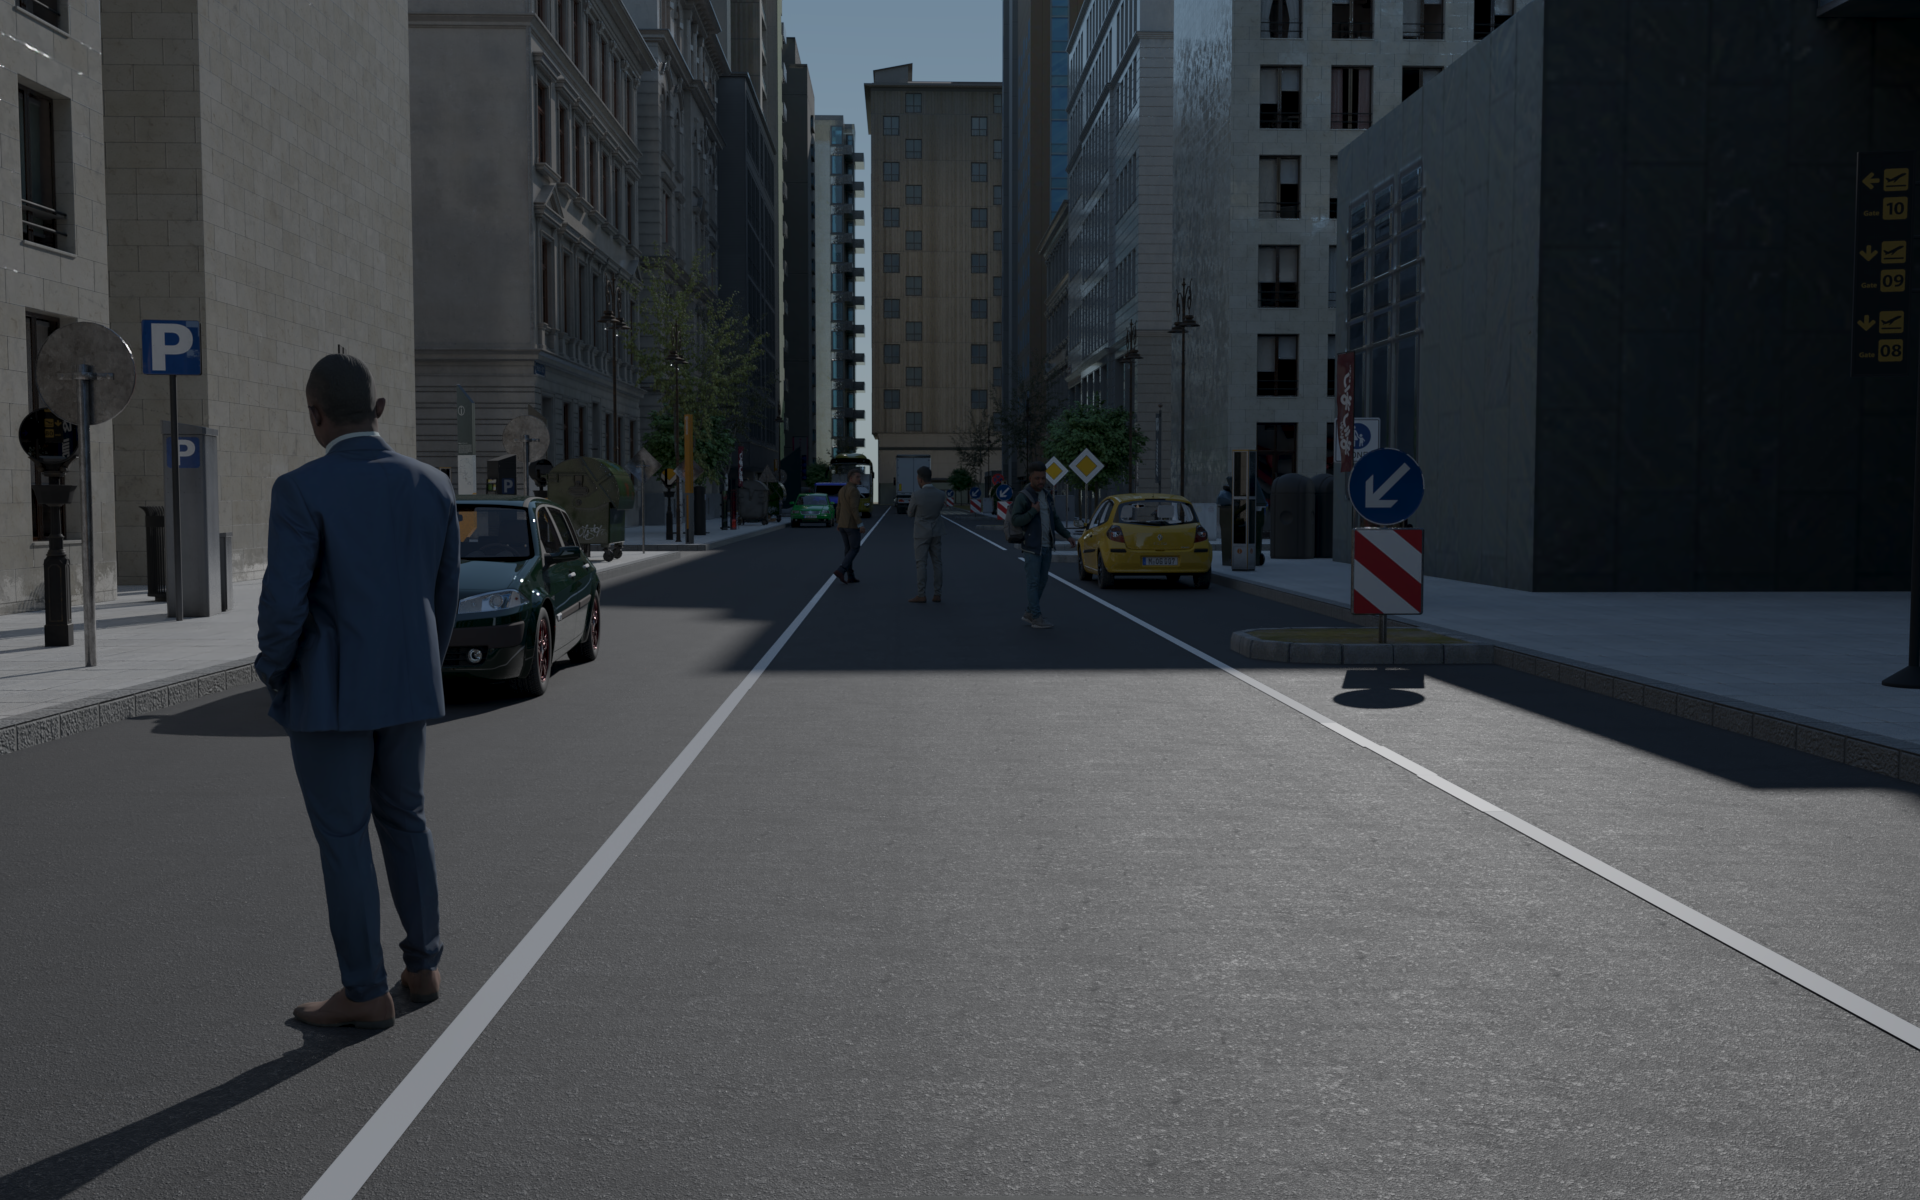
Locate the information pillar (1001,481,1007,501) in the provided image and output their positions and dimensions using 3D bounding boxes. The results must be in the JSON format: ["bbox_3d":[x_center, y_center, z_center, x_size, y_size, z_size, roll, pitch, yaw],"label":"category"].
[{"bbox_3d":[2.429,-5.560,95.401,0.304,2.012,0.304,0,4,3],"label":"information pillar"}]

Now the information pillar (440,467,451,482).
[{"bbox_3d":[-14.158,-2.643,47.709,0.304,2.012,0.304,-1,4,-15],"label":"information pillar"}]

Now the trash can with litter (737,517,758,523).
[{"bbox_3d":[-9.487,-4.020,77.119,1.055,1.170,0.624,1,4,9],"label":"trash can with litter"}]

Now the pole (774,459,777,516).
[{"bbox_3d":[-10.837,-6.606,101.846,0.158,3.312,0.155,0,3,0],"label":"pole"}]

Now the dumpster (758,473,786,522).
[{"bbox_3d":[-8.732,-4.678,78.972,1.502,2.255,1.985,0,4,-2],"label":"dumpster"}]

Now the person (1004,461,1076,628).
[{"bbox_3d":[0.823,-0.596,18.592,0.721,1.781,0.623,2,4,34],"label":"person"}]

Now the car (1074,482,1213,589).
[{"bbox_3d":[2.880,-1.065,27.637,2.015,1.641,3.980,0,4,-3],"label":"car"}]

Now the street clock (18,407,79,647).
[{"bbox_3d":[-7.611,-0.612,14.576,0.471,2.002,0.358,-1,4,-15],"label":"street clock"}]

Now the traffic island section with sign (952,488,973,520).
[{"bbox_3d":[0.730,-5.412,97.115,1.989,1.847,2.006,0,4,-2],"label":"traffic island section with sign"}]

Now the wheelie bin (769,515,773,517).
[{"bbox_3d":[-10.982,-5.536,98.419,0.980,1.594,0.693,1,4,9],"label":"wheelie bin"}]

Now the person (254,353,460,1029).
[{"bbox_3d":[-1.605,0.243,4.702,0.419,1.800,0.721,2,4,27],"label":"person"}]

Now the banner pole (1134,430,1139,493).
[{"bbox_3d":[6.900,-4.746,67.612,0.401,3.779,0.863,1,4,19],"label":"banner pole"}]

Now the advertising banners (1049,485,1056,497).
[{"bbox_3d":[3.661,-4.519,70.066,0.090,3.025,2.074,1,4,17],"label":"advertising banners"}]

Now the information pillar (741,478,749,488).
[{"bbox_3d":[-9.892,-4.593,79.581,0.304,2.012,0.304,-1,4,-20],"label":"information pillar"}]

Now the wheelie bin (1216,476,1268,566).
[{"bbox_3d":[5.006,-1.410,30.963,0.980,1.594,0.693,-2,4,-25],"label":"wheelie bin"}]

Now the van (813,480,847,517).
[{"bbox_3d":[-6.652,-5.237,90.015,2.240,2.365,5.245,0,4,-1],"label":"van"}]

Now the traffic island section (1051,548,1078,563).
[{"bbox_3d":[2.757,-0.938,37.610,2.009,0.180,2.903,0,4,-2],"label":"traffic island section"}]

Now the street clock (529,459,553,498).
[{"bbox_3d":[-8.600,-1.898,35.598,0.358,2.002,0.471,3,5,41],"label":"street clock"}]

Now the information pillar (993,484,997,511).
[{"bbox_3d":[2.493,-7.100,120.573,0.304,2.012,0.304,2,4,29],"label":"information pillar"}]

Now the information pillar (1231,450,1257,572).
[{"bbox_3d":[4.720,-1.485,28.778,0.304,2.012,0.304,3,4,36],"label":"information pillar"}]

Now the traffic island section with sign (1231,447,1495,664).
[{"bbox_3d":[3.508,-0.424,15.558,1.989,1.847,2.006,0,4,-2],"label":"traffic island section with sign"}]

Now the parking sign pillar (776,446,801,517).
[{"bbox_3d":[-9.563,-6.627,96.818,1.447,3.967,1.447,-2,4,-34],"label":"parking sign pillar"}]

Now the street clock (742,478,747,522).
[{"bbox_3d":[-9.771,-4.535,78.723,0.358,2.002,0.471,-1,4,-9],"label":"street clock"}]

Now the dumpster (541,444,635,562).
[{"bbox_3d":[-7.161,-1.888,33.369,1.502,2.255,1.985,0,4,-2],"label":"dumpster"}]

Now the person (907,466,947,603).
[{"bbox_3d":[-0.464,-0.877,23.016,0.511,1.800,0.466,-3,5,-42],"label":"person"}]

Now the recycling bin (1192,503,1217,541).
[{"bbox_3d":[6.647,-2.162,47.906,0.722,1.027,0.722,-1,4,-12],"label":"recycling bin"}]

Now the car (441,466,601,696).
[{"bbox_3d":[-3.882,-0.225,13.467,2.009,1.686,4.222,0,4,-4],"label":"car"}]

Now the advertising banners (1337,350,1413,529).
[{"bbox_3d":[4.899,-1.494,20.620,0.090,3.025,2.074,-1,4,-11],"label":"advertising banners"}]

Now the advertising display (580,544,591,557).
[{"bbox_3d":[-7.714,-1.850,35.458,0.123,1.923,0.974,-2,4,-26],"label":"advertising display"}]

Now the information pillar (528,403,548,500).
[{"bbox_3d":[-10.916,-3.268,44.794,0.504,3.616,0.183,0,4,-7],"label":"information pillar"}]

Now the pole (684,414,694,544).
[{"bbox_3d":[-6.955,-3.096,44.462,0.158,3.312,0.155,0,3,0],"label":"pole"}]

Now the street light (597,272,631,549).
[{"bbox_3d":[-7.233,-3.886,36.317,0.468,5.910,1.993,0,4,-2],"label":"street light"}]

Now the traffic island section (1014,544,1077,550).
[{"bbox_3d":[2.485,-1.426,45.591,2.009,0.180,2.903,0,4,-2],"label":"traffic island section"}]

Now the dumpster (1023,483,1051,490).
[{"bbox_3d":[3.534,-4.498,79.300,1.264,1.857,1.865,0,4,-2],"label":"dumpster"}]

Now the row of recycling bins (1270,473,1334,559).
[{"bbox_3d":[7.688,-1.719,35.216,3.534,1.692,1.069,-3,5,-39],"label":"row of recycling bins"}]

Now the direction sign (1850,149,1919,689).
[{"bbox_3d":[6.364,-1.190,11.453,0.876,3.537,0.379,1,4,16],"label":"direction sign"}]

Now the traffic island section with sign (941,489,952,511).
[{"bbox_3d":[-0.976,-8.481,147.287,1.989,1.847,2.006,0,4,-2],"label":"traffic island section with sign"}]

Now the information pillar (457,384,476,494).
[{"bbox_3d":[-10.528,-2.789,36.949,0.504,3.616,0.183,2,4,34],"label":"information pillar"}]

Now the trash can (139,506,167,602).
[{"bbox_3d":[-9.447,-0.561,20.821,0.748,1.137,0.748,0,3,0],"label":"trash can"}]

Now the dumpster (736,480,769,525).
[{"bbox_3d":[-8.540,-4.009,71.313,1.264,1.857,1.865,0,4,-2],"label":"dumpster"}]

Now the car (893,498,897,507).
[{"bbox_3d":[-6.434,-11.080,193.164,2.014,1.417,4.499,0,4,-4],"label":"car"}]

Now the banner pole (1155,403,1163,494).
[{"bbox_3d":[5.436,-3.515,47.489,0.401,3.779,0.863,1,4,18],"label":"banner pole"}]

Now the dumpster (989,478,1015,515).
[{"bbox_3d":[2.560,-6.300,105.503,1.502,2.255,1.985,0,4,-2],"label":"dumpster"}]

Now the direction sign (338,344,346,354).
[{"bbox_3d":[-9.481,-2.121,26.684,0.379,3.537,0.876,-1,4,-13],"label":"direction sign"}]

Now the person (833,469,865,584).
[{"bbox_3d":[-1.754,-1.180,27.706,0.656,1.842,0.836,2,4,26],"label":"person"}]

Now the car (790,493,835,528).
[{"bbox_3d":[-6.420,-4.087,75.619,1.959,1.807,4.718,0,4,-2],"label":"car"}]

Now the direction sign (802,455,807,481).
[{"bbox_3d":[-9.222,-6.619,100.214,0.876,3.537,0.379,2,4,34],"label":"direction sign"}]

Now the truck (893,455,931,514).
[{"bbox_3d":[-3.512,-8.532,128.409,2.839,4.237,11.283,0,4,-2],"label":"truck"}]

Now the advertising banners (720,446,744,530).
[{"bbox_3d":[-8.158,-4.035,62.165,0.090,3.025,2.074,1,4,17],"label":"advertising banners"}]

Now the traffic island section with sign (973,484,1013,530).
[{"bbox_3d":[1.651,-3.764,70.175,1.989,1.847,2.006,0,4,-2],"label":"traffic island section with sign"}]

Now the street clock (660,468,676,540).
[{"bbox_3d":[-8.108,-2.674,48.296,0.471,2.002,0.358,-1,4,-14],"label":"street clock"}]

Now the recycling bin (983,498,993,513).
[{"bbox_3d":[1.891,-6.322,115.913,0.722,1.027,0.722,0,4,1],"label":"recycling bin"}]

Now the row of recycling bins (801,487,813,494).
[{"bbox_3d":[-9.503,-5.985,104.969,1.069,1.692,3.534,0,4,1],"label":"row of recycling bins"}]
